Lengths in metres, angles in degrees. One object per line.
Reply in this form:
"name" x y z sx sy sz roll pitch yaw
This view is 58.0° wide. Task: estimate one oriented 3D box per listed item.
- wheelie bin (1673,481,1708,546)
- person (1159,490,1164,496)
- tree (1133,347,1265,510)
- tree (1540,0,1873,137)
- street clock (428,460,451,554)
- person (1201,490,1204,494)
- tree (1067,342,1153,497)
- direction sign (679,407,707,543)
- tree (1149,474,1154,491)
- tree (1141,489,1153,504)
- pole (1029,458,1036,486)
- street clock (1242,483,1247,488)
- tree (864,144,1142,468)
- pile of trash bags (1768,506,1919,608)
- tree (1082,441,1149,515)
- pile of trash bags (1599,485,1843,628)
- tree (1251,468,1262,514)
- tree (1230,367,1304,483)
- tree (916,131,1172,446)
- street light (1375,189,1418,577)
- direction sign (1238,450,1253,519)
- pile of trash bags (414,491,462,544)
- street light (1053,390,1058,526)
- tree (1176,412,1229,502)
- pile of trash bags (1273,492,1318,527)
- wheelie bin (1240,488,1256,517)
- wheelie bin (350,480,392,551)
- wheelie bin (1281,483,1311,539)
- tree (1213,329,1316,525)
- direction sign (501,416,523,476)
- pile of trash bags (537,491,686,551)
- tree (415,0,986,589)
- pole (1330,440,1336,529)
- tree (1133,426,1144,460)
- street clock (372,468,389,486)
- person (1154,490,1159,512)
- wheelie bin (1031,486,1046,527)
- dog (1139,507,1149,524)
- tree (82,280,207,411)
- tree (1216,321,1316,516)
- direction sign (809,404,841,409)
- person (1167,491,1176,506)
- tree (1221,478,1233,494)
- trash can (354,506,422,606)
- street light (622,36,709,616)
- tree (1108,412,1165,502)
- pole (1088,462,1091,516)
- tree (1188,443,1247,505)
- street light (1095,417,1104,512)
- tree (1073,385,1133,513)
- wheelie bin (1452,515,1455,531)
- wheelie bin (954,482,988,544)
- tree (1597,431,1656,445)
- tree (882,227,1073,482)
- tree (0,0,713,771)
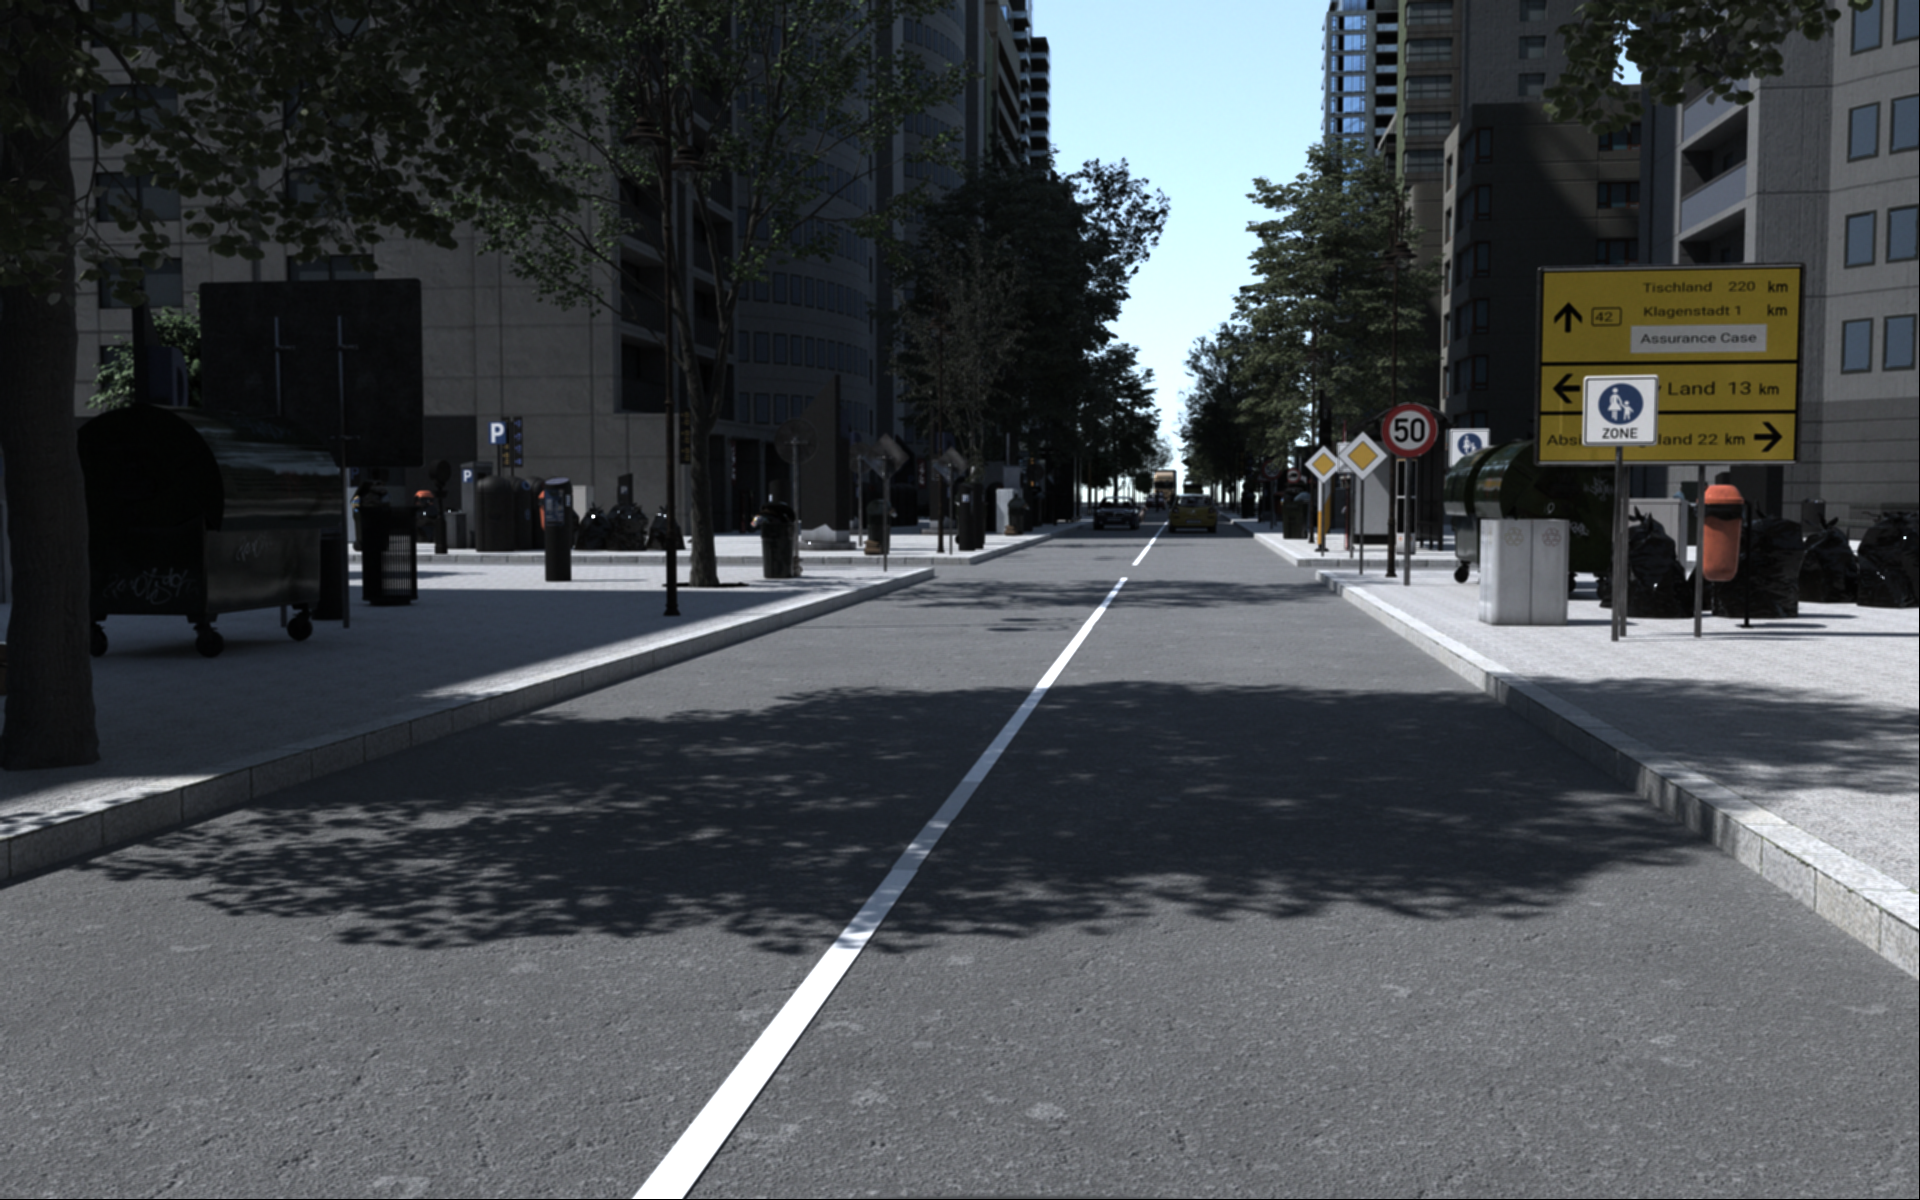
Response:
"wheelie bin" 18.224 -2.153 43.114 0.980 1.594 0.693 0 4 1
"person" 20.406 -10.204 175.198 0.709 1.838 0.599 2 4 28
"tree" 22.024 -14.105 140.985 12.009 13.543 11.850 0 3 0
"tree" 5.267 -5.457 7.351 7.486 12.596 7.792 0 3 0
"street clock" -11.101 -1.984 37.002 0.358 2.002 0.471 1 4 22
"person" 22.905 -9.485 163.576 0.705 1.824 1.348 -1 4 -10
"tree" 11.524 -12.922 129.402 7.486 12.596 7.792 0 3 0
"direction sign" -7.007 -3.278 45.595 0.876 3.537 0.379 -3 5 -43
"tree" 22.848 -14.233 216.425 4.285 4.588 4.351 0 3 0
"tree" 25.548 -14.772 236.116 1.663 3.219 1.824 0 3 0
"pole" 3.575 -5.523 84.150 0.158 3.312 0.155 0 3 0
"street clock" 17.862 -6.331 108.081 0.471 2.002 0.358 0 4 -7
"tree" 1.736 -9.551 62.814 9.857 13.997 8.962 0 3 0
"pile of trash bags" 11.743 -0.651 20.395 3.447 1.369 1.912 0 4 -5
"tree" 8.433 -7.528 106.789 4.285 4.588 4.351 0 3 0
"pile of trash bags" 7.757 -0.506 18.026 1.912 1.369 3.447 1 4 17
"tree" 19.249 -7.222 112.689 1.663 3.219 1.824 0 3 0
"tree" 16.293 -8.669 92.101 4.737 8.622 4.395 0 3 0
"tree" 4.236 -14.424 91.727 12.611 20.169 13.585 0 3 0
"street light" 6.669 -3.292 26.612 0.468 5.910 1.993 0 4 7
"direction sign" 14.780 -5.979 89.753 0.876 3.537 0.379 -2 4 -26
"pile of trash bags" -13.677 -2.220 46.048 1.912 1.369 3.447 -3 5 -41
"street light" 3.887 -5.974 70.455 0.468 5.910 1.993 0 4 7
"tree" 36.728 -21.175 252.872 9.857 13.997 8.962 0 3 0
"pile of trash bags" 13.732 -3.586 68.375 1.912 1.369 3.447 -3 5 -41
"wheelie bin" 16.091 -5.434 96.749 0.693 1.594 0.980 -3 5 -42
"wheelie bin" -13.192 -1.898 38.933 0.693 1.594 0.980 1 4 21
"wheelie bin" 9.591 -2.540 49.443 0.980 1.594 0.693 2 4 28
"tree" 13.014 -7.471 72.516 4.360 8.622 3.978 0 3 0
"direction sign" -13.117 -3.594 50.763 0.876 3.537 0.379 2 4 34
"pile of trash bags" -8.013 -1.799 39.159 1.912 1.369 3.447 3 5 42
"tree" -3.499 -5.995 23.766 9.928 11.665 9.643 0 3 0
"pole" 13.673 -4.263 63.547 0.158 3.312 0.155 0 3 0
"tree" 15.949 -13.175 165.779 4.360 8.622 3.978 0 3 0
"street clock" -13.964 -2.275 41.766 0.358 2.002 0.471 -3 5 -44
"person" 15.604 -7.856 137.666 0.721 1.735 1.217 0 4 -7
"wheelie bin" 2.898 -3.691 68.254 0.980 1.594 0.693 1 4 16
"dog" 8.723 -4.107 83.994 0.513 0.831 0.800 -2 4 -24
"tree" -11.670 -2.635 26.791 4.285 4.588 4.351 0 3 0
"tree" 16.869 -10.744 101.412 9.928 11.665 9.643 0 3 0
"direction sign" -3.393 -3.163 43.719 0.876 3.537 0.379 -2 4 -30
"person" 19.940 -9.363 162.303 1.217 1.735 0.721 0 4 -8
"tree" 27.936 -11.351 180.192 1.663 3.219 1.824 0 3 0
"trash can" -6.596 -0.512 20.018 0.748 1.137 0.748 0 3 0
"street light" -3.046 -2.774 18.139 0.468 5.910 1.993 0 4 7
"tree" 18.540 -15.495 187.758 7.601 10.594 8.767 -1 4 -10
"pole" 7.604 -6.599 101.732 0.158 3.312 0.155 0 3 0
"tree" 29.885 -15.943 195.079 8.767 10.594 7.601 -1 4 -12
"street light" 8.075 -7.926 102.378 0.468 5.910 1.993 0 4 7
"tree" 8.614 -10.198 117.095 4.360 8.622 3.978 0 3 0
"wheelie bin" 17.367 -3.176 59.829 0.980 1.594 0.693 1 4 16
"wheelie bin" 0.279 -2.235 44.446 0.980 1.594 0.693 3 4 38
"tree" 24.370 -5.183 68.456 4.285 4.588 4.351 0 3 0
"tree" 0.157 -5.912 47.030 4.360 8.622 3.978 0 3 0
"tree" -4.349 -5.516 8.319 7.486 12.596 7.792 0 3 0
